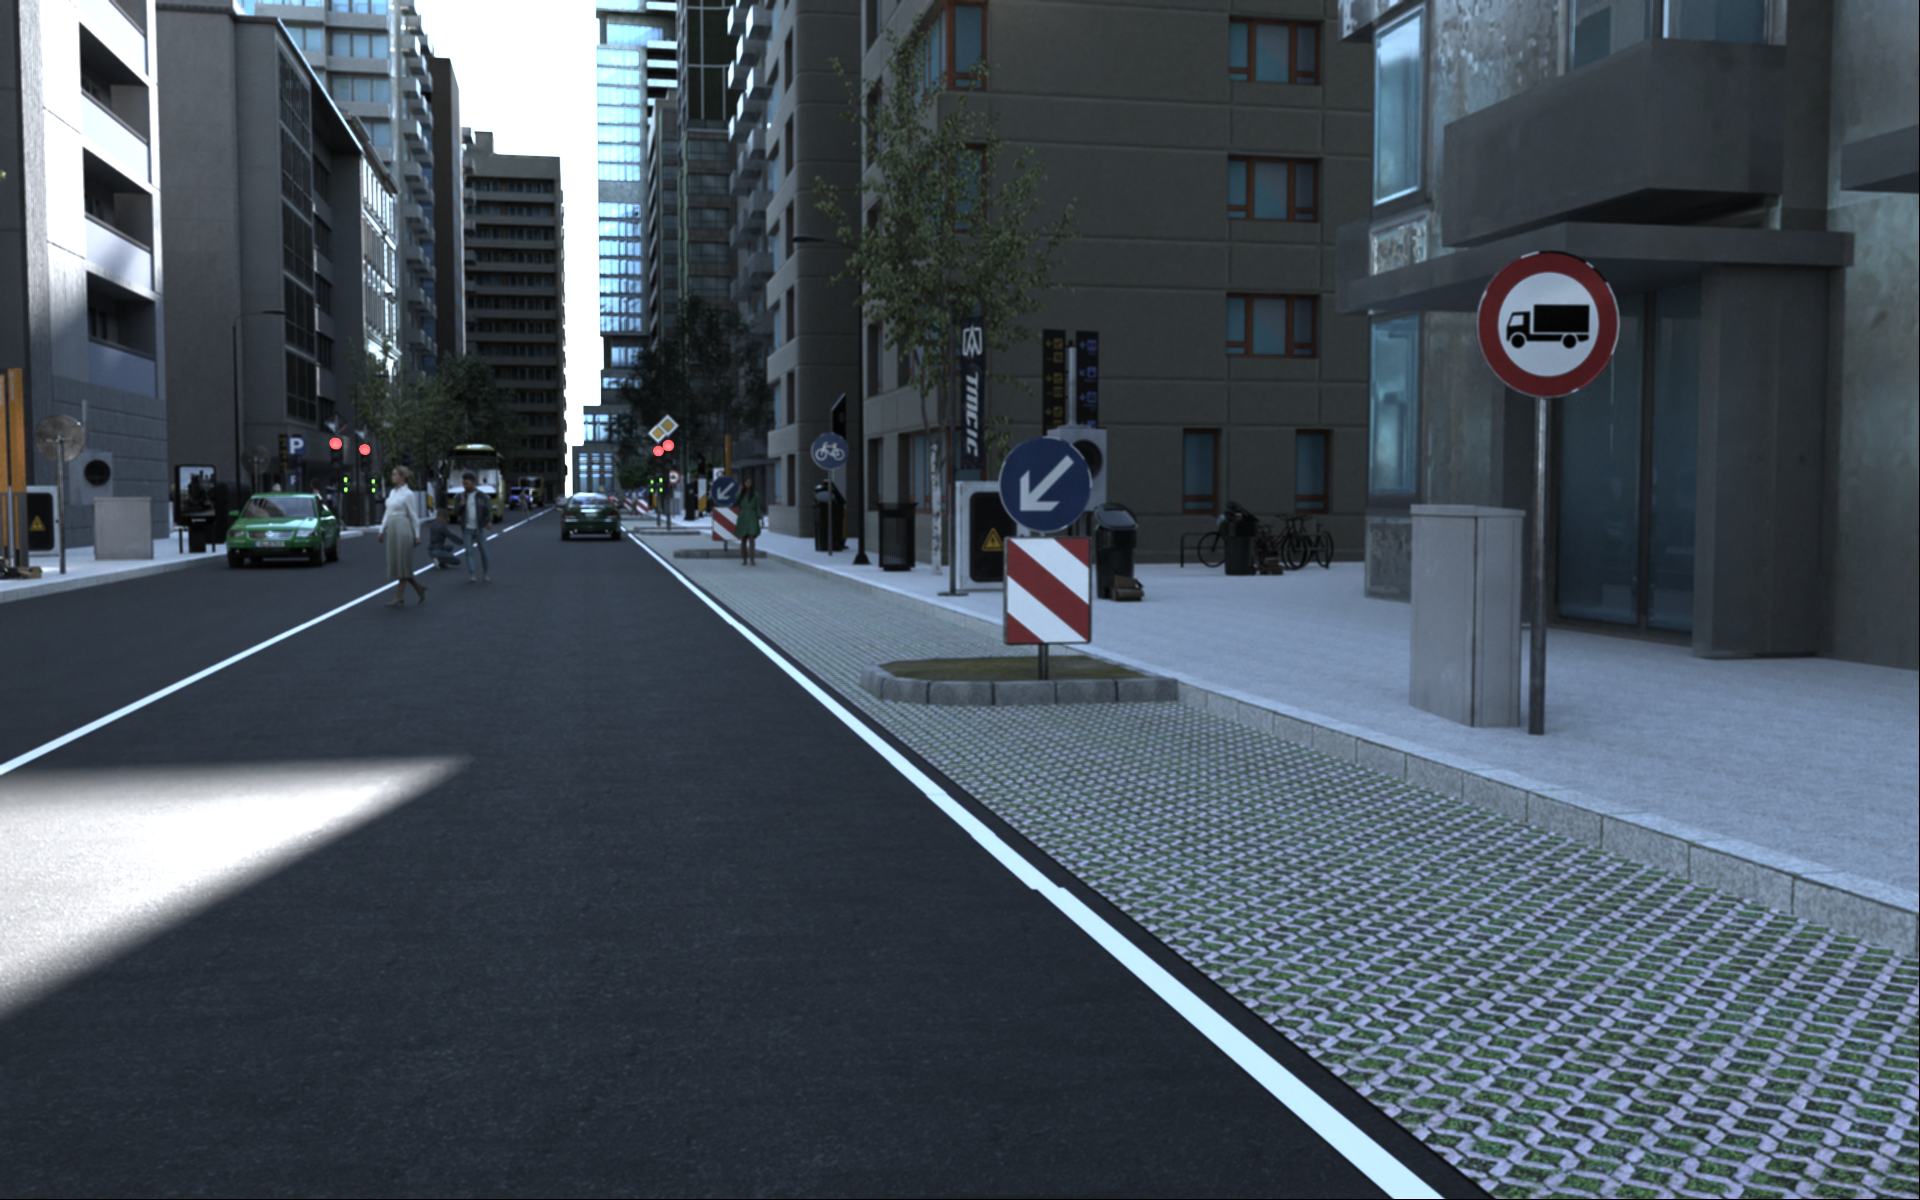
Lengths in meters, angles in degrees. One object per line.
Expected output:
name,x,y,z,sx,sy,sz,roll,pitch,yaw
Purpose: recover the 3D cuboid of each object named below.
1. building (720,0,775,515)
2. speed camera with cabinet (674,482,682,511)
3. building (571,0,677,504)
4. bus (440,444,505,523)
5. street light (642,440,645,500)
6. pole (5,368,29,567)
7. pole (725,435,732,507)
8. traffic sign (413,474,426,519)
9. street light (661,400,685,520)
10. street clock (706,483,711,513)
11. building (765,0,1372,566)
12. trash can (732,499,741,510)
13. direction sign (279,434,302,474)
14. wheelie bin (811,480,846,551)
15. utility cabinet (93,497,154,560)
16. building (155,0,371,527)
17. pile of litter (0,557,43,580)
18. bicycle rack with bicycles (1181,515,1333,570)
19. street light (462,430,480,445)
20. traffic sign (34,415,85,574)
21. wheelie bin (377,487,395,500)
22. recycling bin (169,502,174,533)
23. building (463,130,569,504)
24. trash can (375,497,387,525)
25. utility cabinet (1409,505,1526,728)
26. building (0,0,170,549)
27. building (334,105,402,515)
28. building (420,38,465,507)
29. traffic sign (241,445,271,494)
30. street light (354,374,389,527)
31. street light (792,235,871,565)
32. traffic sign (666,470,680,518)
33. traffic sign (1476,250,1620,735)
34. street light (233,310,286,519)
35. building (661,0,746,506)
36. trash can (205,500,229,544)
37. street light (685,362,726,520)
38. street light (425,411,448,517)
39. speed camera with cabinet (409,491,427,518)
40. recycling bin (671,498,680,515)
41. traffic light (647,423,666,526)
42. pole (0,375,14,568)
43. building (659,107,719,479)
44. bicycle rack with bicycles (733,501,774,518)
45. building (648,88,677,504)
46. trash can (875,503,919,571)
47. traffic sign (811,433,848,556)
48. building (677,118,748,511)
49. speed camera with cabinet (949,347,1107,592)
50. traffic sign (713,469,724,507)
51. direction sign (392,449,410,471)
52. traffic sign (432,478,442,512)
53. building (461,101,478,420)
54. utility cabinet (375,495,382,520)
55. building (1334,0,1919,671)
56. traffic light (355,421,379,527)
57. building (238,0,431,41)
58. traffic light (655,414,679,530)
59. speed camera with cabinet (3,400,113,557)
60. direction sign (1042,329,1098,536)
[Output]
building,-2.695,-29.928,108.924,23.786,49.044,30.456,-1,4,-12
speed camera with cabinet,-21.389,-8.381,131.363,0.660,3.252,2.038,0,4,-7
building,-37.938,-56.579,237.729,31.000,86.520,22.319,-1,4,-12
bus,-24.791,-5.950,88.837,2.896,3.916,12.252,-1,4,-13
street light,-20.252,-8.621,113.501,1.470,5.913,1.316,-1,4,-12
pole,-15.324,-2.100,28.182,0.158,3.312,0.155,0,3,0
pole,-7.953,-4.013,59.462,0.158,3.312,0.155,0,3,0
traffic sign,-28.073,-5.374,89.996,0.606,2.300,0.079,-1,4,-12
street light,-13.868,-6.831,84.230,1.470,5.913,1.316,-1,4,-12
street clock,-17.039,-6.884,117.130,0.358,2.002,0.471,3,5,45
building,10.040,-12.373,47.344,27.650,21.520,28.899,-1,4,-12
trash can,-10.064,-4.107,78.797,0.748,1.137,0.748,0,3,0
direction sign,-25.393,-4.511,65.757,0.876,3.537,0.379,0,4,3
wheelie bin,-2.962,-1.896,38.916,0.693,1.594,0.980,-1,4,-19
utility cabinet,-16.345,-1.388,33.858,1.020,1.237,0.306,-1,4,-21
building,-36.990,-16.033,81.203,14.314,24.678,30.058,-1,4,-12
pile of litter,-14.700,-0.767,26.506,1.176,0.858,1.719,-2,4,-32
bicycle rack with bicycles,5.296,-1.013,29.946,2.925,0.926,2.852,-2,4,-29
street light,-35.454,-9.349,125.399,1.470,5.913,1.316,-1,4,-12
traffic sign,-14.420,-1.691,27.762,0.768,2.556,0.104,0,4,-8
wheelie bin,-26.323,-4.395,79.765,0.980,1.594,0.693,-1,4,-14
recycling bin,-26.320,-2.707,56.806,0.722,1.027,0.722,0,4,3
building,-64.199,-37.304,233.619,21.600,48.544,21.300,-1,4,-12
trash can,-24.460,-3.740,72.799,0.748,1.137,0.748,0,3,0
utility cabinet,2.913,0.072,9.992,0.306,1.237,1.020,0,4,-5
building,-35.803,-30.547,41.445,28.212,58.520,21.231,-1,4,-12
building,-42.451,-19.012,108.110,12.463,27.353,25.104,-1,4,-12
building,-57.355,-32.021,173.656,14.600,45.320,14.200,-1,4,-12
traffic sign,-18.410,-2.765,45.314,0.768,2.556,0.104,0,4,-4
street light,-22.735,-5.772,66.921,1.470,5.913,1.316,-1,4,-12
street light,-2.329,-3.597,31.356,1.470,5.913,1.316,-1,4,-12
traffic sign,-15.116,-5.581,91.359,0.768,2.556,0.104,0,4,-3
traffic sign,3.080,-0.555,9.177,0.768,2.556,0.104,0,4,-4
street light,-17.658,-4.350,43.662,1.470,5.913,1.316,-1,4,-12
building,-18.981,-44.731,169.603,20.563,71.187,20.611,-1,4,-12
trash can,-19.211,-2.018,44.645,0.748,1.137,0.748,0,3,0
street light,-8.851,-5.427,61.266,1.470,5.913,1.316,-1,4,-12
street light,-29.156,-7.573,96.367,1.470,5.913,1.316,-1,4,-12
speed camera with cabinet,-30.270,-6.140,94.723,2.038,3.252,0.660,-1,4,-9
recycling bin,-17.900,-5.826,107.806,0.722,1.027,0.722,2,4,28
traffic light,-11.997,-4.885,68.787,0.839,4.253,0.868,-1,4,-12
pole,-16.406,-2.189,29.632,0.158,3.312,0.155,0,3,0
building,-25.332,-30.835,187.741,14.154,41.232,14.086,-1,4,-12
bicycle rack with bicycles,-10.865,-4.530,87.450,2.925,0.926,2.852,3,4,36
building,-25.630,-35.595,205.680,21.300,48.544,21.600,-1,4,-12
trash can,-1.052,-1.055,28.906,0.748,1.137,0.748,0,3,0
traffic sign,-2.701,-2.197,36.029,0.768,2.556,0.104,0,4,-5
building,-14.923,-22.389,137.766,14.160,30.474,14.107,-1,4,-12
speed camera with cabinet,0.905,-1.758,23.085,2.038,3.252,0.660,-1,4,-15
traffic sign,-9.457,-4.061,68.527,0.606,2.300,0.079,0,4,-8
direction sign,-28.028,-5.801,86.851,0.876,3.537,0.379,0,4,1
traffic sign,-32.456,-6.444,107.485,0.606,2.300,0.079,0,4,-4
building,-70.343,-35.174,194.709,30.456,49.044,23.786,-1,4,-12
utility cabinet,-28.464,-4.557,85.675,1.020,1.237,0.306,-2,4,-34
building,17.036,-23.849,9.536,23.786,49.044,30.456,-1,4,-12
traffic light,-22.753,-4.741,66.432,0.839,4.253,0.868,-1,4,-12
building,-57.875,-32.478,150.620,23.786,49.044,30.456,-1,4,-12
traffic light,-10.294,-4.408,60.985,0.839,4.253,0.868,-1,4,-12
speed camera with cabinet,-18.688,-2.541,35.873,0.660,3.252,2.038,3,4,38
direction sign,1.532,-1.960,24.045,0.876,3.537,0.379,-2,4,-27
